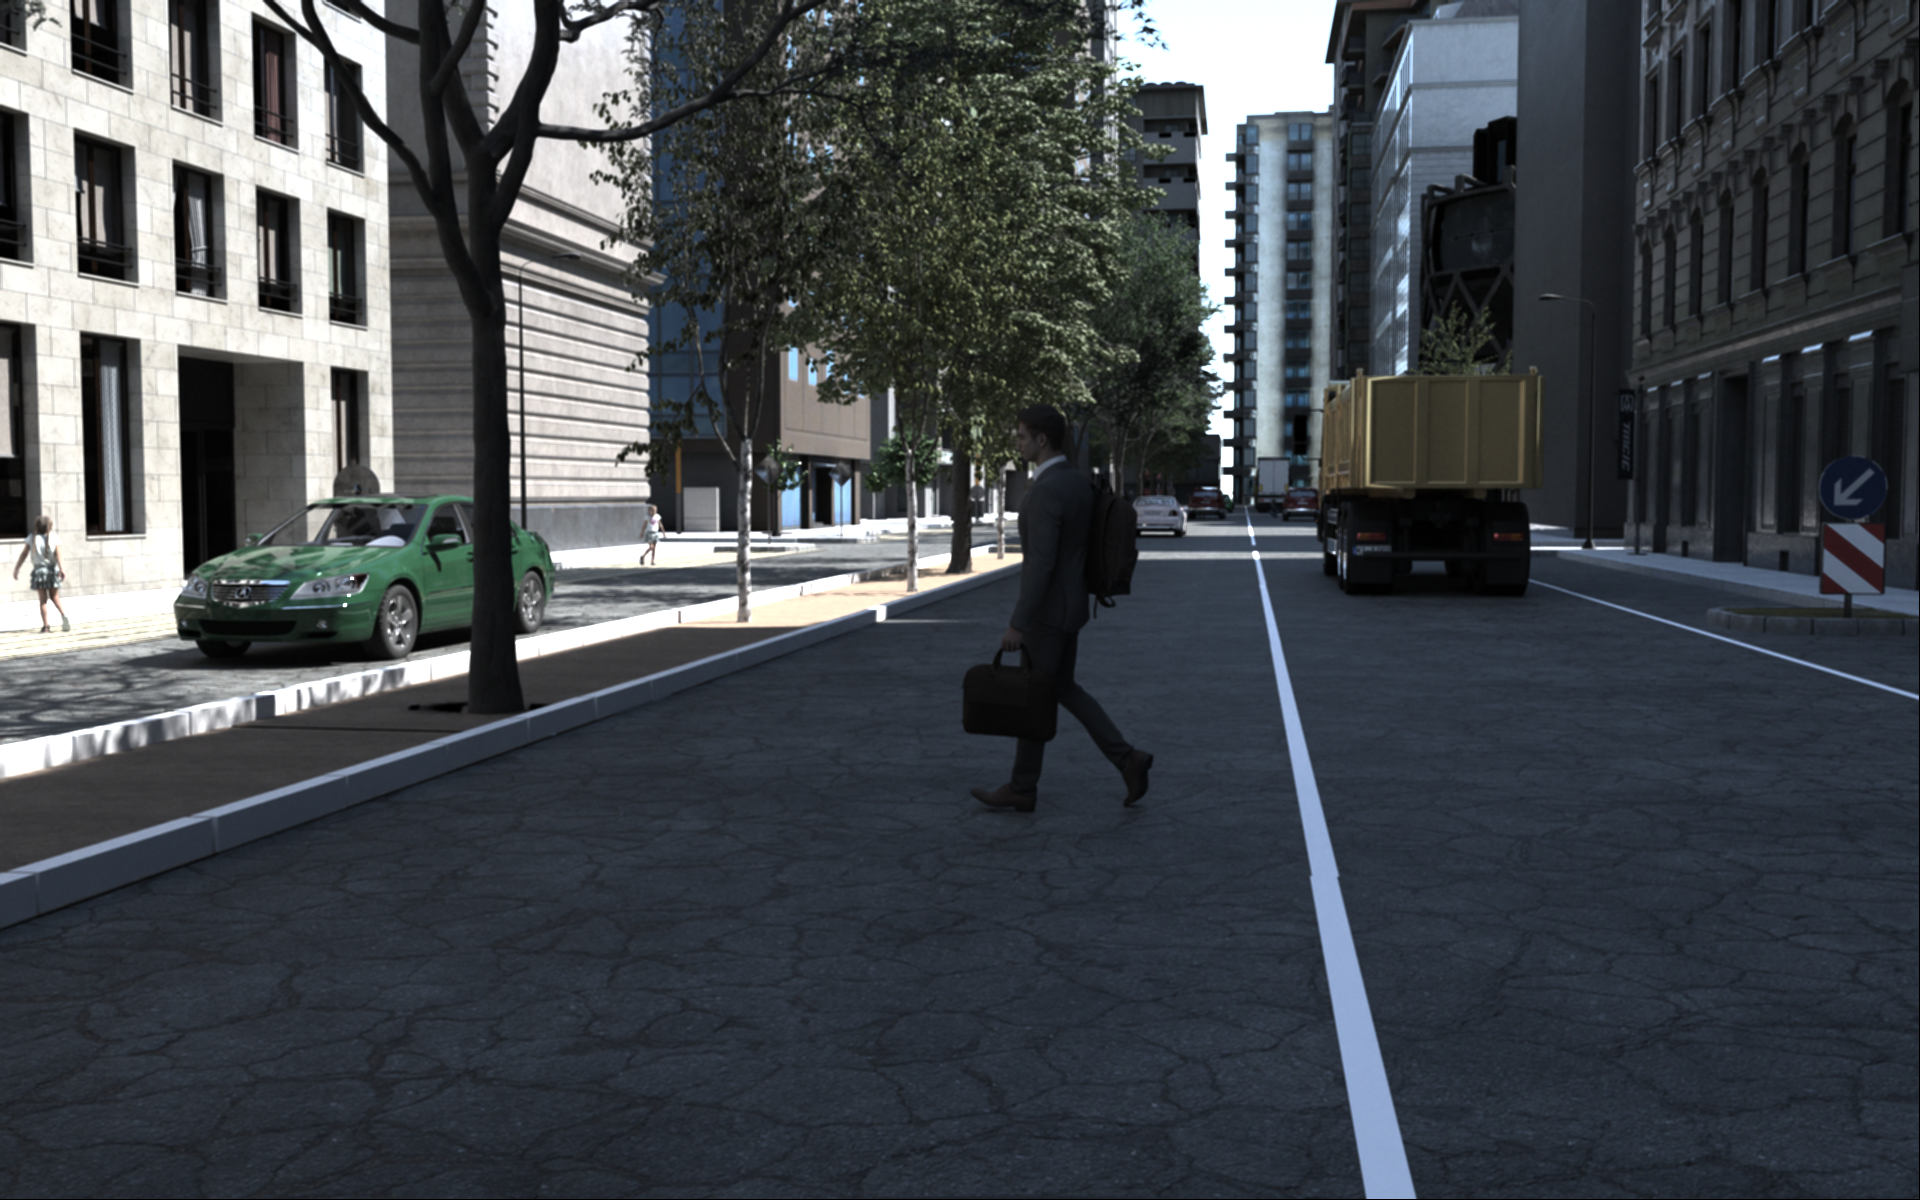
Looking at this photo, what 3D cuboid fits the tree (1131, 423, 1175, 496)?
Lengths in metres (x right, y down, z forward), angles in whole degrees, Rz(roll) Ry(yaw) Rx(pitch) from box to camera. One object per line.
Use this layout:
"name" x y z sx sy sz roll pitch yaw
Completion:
"tree" 11.573 -9.066 101.055 4.360 8.622 3.978 0 3 0

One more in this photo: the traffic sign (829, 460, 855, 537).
"traffic sign" -3.529 -2.931 51.567 0.795 2.450 0.064 1 4 9

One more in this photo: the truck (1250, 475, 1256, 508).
"truck" 31.134 -10.985 175.530 3.469 3.379 9.791 1 4 9

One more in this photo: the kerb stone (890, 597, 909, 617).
"kerb stone" -0.789 0.100 20.558 0.120 0.150 1.000 1 4 9

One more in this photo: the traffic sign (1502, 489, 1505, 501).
"traffic sign" 12.792 -2.273 40.800 0.795 2.450 0.064 1 4 9

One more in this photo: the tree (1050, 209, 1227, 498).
"tree" 5.817 -8.212 62.478 9.928 11.665 9.643 0 3 0

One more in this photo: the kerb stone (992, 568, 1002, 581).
"kerb stone" 0.530 -0.394 28.643 0.120 0.150 1.000 1 4 9

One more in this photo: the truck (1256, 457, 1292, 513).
"truck" 24.803 -9.049 136.863 2.839 4.237 11.283 1 4 10

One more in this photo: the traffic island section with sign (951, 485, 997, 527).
"traffic island section with sign" 0.741 -4.112 75.863 1.989 1.847 2.006 1 4 9

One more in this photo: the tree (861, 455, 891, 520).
"tree" -4.211 -5.603 86.202 1.663 3.219 1.824 0 3 0

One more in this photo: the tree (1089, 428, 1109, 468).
"tree" 13.729 -13.973 178.819 4.737 8.622 4.395 0 3 0

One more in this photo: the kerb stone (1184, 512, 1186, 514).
"kerb stone" 15.989 -6.182 123.276 0.120 0.150 1.000 1 4 9

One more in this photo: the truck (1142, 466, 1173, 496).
"truck" 20.077 -11.413 175.516 2.839 4.237 11.283 1 4 9

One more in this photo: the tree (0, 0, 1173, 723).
"tree" -3.041 -5.993 10.809 12.009 13.543 11.850 0 3 0

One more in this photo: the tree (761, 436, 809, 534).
"tree" -5.920 -3.719 55.412 1.663 3.219 1.824 0 3 0

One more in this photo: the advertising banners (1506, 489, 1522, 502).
"advertising banners" 15.515 -3.185 48.269 0.090 3.025 2.074 0 4 4

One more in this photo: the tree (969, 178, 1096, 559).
"tree" 0.912 -5.196 37.776 4.360 8.622 3.978 0 3 0

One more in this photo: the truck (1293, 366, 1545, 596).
"truck" 7.299 -1.971 28.156 3.469 3.379 9.791 1 4 9

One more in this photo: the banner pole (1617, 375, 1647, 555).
"banner pole" 14.123 -2.839 36.441 0.863 3.779 0.401 -2 4 -27

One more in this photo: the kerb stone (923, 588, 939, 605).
"kerb stone" -0.457 -0.023 22.576 0.120 0.150 1.000 1 4 9

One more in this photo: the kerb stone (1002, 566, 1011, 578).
"kerb stone" 0.703 -0.456 29.650 0.120 0.150 1.000 1 4 9

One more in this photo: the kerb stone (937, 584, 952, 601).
"kerb stone" -0.285 -0.085 23.584 0.120 0.150 1.000 1 4 9

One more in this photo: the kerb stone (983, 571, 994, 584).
"kerb stone" 0.370 -0.333 27.634 0.120 0.150 1.000 1 4 9

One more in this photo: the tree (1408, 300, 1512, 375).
"tree" 19.360 -7.126 66.879 4.737 8.622 4.395 0 3 0

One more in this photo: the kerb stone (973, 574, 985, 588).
"kerb stone" 0.208 -0.271 26.625 0.120 0.150 1.000 1 4 9

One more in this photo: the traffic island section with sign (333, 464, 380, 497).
"traffic island section with sign" -8.020 -0.833 22.245 1.989 1.847 2.006 1 4 9

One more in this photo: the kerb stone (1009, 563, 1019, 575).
"kerb stone" 0.875 -0.518 30.667 0.120 0.150 1.000 1 4 9

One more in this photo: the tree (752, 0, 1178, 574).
"tree" -0.021 -6.769 31.250 7.486 12.596 7.792 0 3 0

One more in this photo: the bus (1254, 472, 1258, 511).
"bus" 27.188 -9.787 151.559 2.896 3.916 12.252 1 4 10

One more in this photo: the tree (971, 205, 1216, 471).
"tree" 3.760 -7.157 53.881 8.767 10.594 7.601 1 4 9

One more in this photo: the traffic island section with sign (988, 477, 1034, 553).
"traffic island section with sign" 1.817 -2.127 42.906 2.006 1.907 1.989 1 4 9

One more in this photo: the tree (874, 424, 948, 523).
"tree" -2.230 -5.773 78.109 4.285 4.588 4.351 0 3 0

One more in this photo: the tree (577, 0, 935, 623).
"tree" -2.374 -4.062 19.228 4.360 8.622 3.978 0 3 0

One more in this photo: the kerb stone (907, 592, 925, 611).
"kerb stone" -0.622 0.038 21.568 0.120 0.150 1.000 1 4 9

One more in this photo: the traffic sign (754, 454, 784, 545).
"traffic sign" -4.816 -2.449 43.686 0.795 2.450 0.064 1 4 9

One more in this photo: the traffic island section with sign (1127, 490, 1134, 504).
"traffic island section with sign" 17.795 -10.495 180.214 1.989 1.847 2.006 1 4 9

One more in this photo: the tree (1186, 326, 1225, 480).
"tree" 10.373 -10.594 93.804 7.486 12.596 7.792 0 3 0

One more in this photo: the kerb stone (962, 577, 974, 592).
"kerb stone" 0.040 -0.207 25.609 0.120 0.150 1.000 1 4 9

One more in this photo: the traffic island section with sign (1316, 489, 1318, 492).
"traffic island section with sign" 30.522 -8.597 149.181 1.989 1.847 2.006 1 4 9

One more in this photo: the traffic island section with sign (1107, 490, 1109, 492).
"traffic island section with sign" 13.272 -8.800 152.511 1.989 1.847 2.006 1 4 9

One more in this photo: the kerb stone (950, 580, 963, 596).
"kerb stone" -0.128 -0.145 24.600 0.120 0.150 1.000 1 4 9

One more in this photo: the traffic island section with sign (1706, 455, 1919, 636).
"traffic island section with sign" 9.185 -0.608 18.572 1.989 1.847 2.006 1 4 9

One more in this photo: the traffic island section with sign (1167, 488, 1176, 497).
"traffic island section with sign" 15.128 -7.109 124.375 2.006 1.907 1.989 1 4 9

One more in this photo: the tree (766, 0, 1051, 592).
"tree" -0.688 -4.396 24.686 4.737 8.622 4.395 0 3 0

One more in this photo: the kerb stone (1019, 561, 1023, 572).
"kerb stone" 1.030 -0.580 31.686 0.120 0.150 1.000 1 4 9
